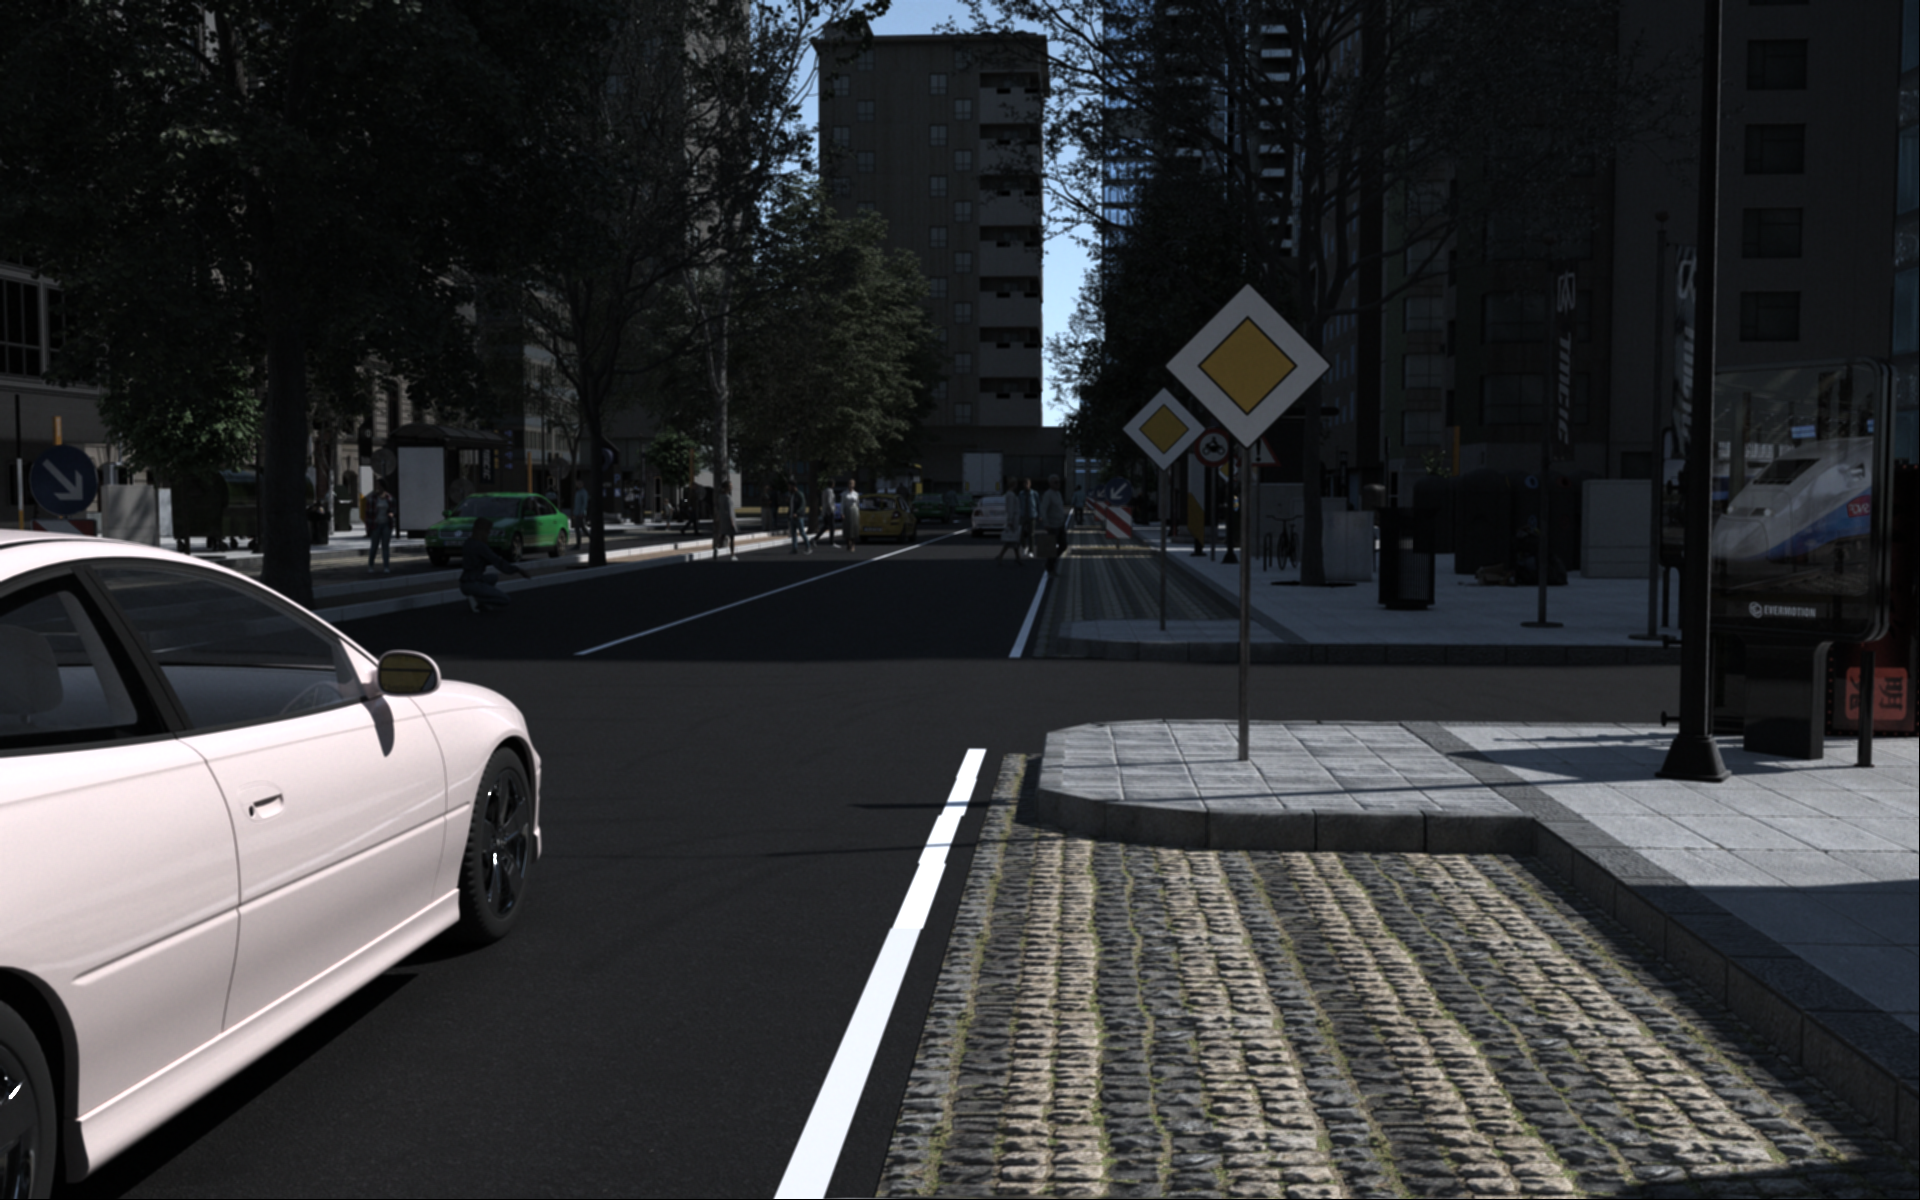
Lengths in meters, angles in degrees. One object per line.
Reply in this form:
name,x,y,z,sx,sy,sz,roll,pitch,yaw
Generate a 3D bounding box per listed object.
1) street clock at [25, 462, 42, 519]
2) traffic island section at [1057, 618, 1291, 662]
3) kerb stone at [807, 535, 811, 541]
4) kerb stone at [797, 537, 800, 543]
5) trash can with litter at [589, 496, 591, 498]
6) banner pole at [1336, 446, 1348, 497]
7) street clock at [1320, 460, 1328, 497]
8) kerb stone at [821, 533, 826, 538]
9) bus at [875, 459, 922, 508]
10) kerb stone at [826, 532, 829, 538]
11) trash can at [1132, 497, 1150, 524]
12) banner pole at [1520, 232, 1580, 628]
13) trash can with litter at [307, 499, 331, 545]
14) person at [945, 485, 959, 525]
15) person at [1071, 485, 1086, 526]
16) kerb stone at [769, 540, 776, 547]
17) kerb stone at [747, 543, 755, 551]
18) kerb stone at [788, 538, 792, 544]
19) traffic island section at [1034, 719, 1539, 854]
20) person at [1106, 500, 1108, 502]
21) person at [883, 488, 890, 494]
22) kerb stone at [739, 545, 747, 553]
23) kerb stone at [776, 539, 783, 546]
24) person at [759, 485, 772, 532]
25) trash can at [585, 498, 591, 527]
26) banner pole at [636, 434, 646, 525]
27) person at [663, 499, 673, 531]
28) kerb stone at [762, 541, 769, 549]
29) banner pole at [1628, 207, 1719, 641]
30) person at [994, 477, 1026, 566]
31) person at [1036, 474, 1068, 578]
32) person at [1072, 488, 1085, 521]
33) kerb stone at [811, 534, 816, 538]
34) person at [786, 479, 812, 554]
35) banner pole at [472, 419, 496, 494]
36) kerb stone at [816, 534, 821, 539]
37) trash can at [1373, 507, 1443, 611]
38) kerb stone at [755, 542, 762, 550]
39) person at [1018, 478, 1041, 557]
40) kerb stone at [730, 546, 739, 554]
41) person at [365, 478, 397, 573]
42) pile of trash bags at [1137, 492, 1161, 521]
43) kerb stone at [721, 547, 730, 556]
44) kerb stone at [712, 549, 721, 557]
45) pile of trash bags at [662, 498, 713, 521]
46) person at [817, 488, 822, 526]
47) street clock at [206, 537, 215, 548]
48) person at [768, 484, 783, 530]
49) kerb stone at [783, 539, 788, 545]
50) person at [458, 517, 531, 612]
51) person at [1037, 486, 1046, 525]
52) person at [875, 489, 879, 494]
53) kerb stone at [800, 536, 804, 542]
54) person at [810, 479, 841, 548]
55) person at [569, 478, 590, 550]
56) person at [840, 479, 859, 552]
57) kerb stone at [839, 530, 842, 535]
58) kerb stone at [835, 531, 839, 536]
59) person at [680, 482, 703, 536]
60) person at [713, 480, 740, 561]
street clock,-20.726,-2.098,38.870,0.471,2.002,0.358,2,4,32
traffic island section,1.930,0.364,16.322,2.009,0.180,2.903,0,4,4
kerb stone,-4.754,-1.869,52.756,0.120,0.150,1.000,0,4,4
kerb stone,-4.889,-1.743,50.700,0.120,0.150,1.000,0,4,4
trash can with litter,-19.689,-4.926,91.600,1.678,1.210,2.233,1,4,14
banner pole,19.651,-6.080,89.429,0.863,3.779,0.401,-1,4,-19
street clock,7.542,-1.973,36.821,0.358,2.002,0.471,-2,4,-25
kerb stone,-4.548,-2.055,55.816,0.120,0.150,1.000,0,4,4
bus,-4.288,-7.876,120.318,2.896,3.916,12.252,0,4,3
kerb stone,-4.472,-2.115,56.843,0.120,0.150,1.000,0,4,4
trash can,7.637,-3.764,73.202,0.748,1.137,0.748,0,3,0
banner pole,5.665,-1.617,16.455,0.401,3.779,0.863,0,4,-5
trash can with litter,-16.292,-1.952,43.298,1.055,1.170,0.624,0,4,5
person,-0.440,-4.478,81.581,0.638,1.841,0.748,2,4,33
person,4.987,-3.914,72.520,0.660,1.820,0.620,-2,4,-25
kerb stone,-5.169,-1.489,46.611,0.120,0.150,1.000,0,4,4
kerb stone,-5.384,-1.304,43.551,0.120,0.150,1.000,0,4,4
kerb stone,-4.963,-1.676,49.671,0.120,0.150,1.000,0,4,4
traffic island section,1.386,0.852,8.355,2.009,0.180,2.903,0,4,4
person,14.482,-9.679,170.009,1.065,1.426,0.557,-3,5,-41
person,-4.639,-6.124,108.612,1.348,1.826,0.705,0,4,2
kerb stone,-5.443,-1.244,42.527,0.120,0.150,1.000,0,4,4
kerb stone,-5.094,-1.556,47.630,0.120,0.150,1.000,0,4,4
person,-6.812,-3.179,61.034,0.362,1.759,0.519,2,4,35
trash can,-14.239,-3.395,67.167,0.748,1.137,0.748,0,3,0
banner pole,-13.209,-5.019,72.076,0.401,3.779,0.863,-2,4,-30
person,-11.286,-3.289,66.956,0.352,1.250,0.332,-1,4,-9
kerb stone,-5.236,-1.431,45.590,0.120,0.150,1.000,0,4,4
banner pole,6.346,-1.547,15.317,0.863,3.779,0.401,-1,4,-23
person,1.008,-1.584,34.746,0.624,1.780,0.694,0,4,6
person,1.538,-1.264,29.646,0.515,1.767,0.782,2,4,29
person,6.402,-5.144,93.054,0.683,1.767,0.568,-2,4,-32
kerb stone,-4.681,-1.932,53.775,0.120,0.150,1.000,0,4,4
person,-3.904,-1.986,41.318,0.623,1.781,0.721,3,4,38
banner pole,-15.398,-4.021,55.768,0.863,3.779,0.401,-1,4,-18
kerb stone,-4.615,-1.994,54.796,0.120,0.150,1.000,0,4,4
trash can,4.974,-0.466,19.265,0.748,1.137,0.748,0,3,0
kerb stone,-5.315,-1.367,44.570,0.120,0.150,1.000,0,4,4
person,1.542,-1.863,39.305,0.601,1.785,0.444,1,4,14
kerb stone,-5.519,-1.181,41.500,0.120,0.150,1.000,0,4,4
person,-10.498,-1.350,31.407,0.563,1.720,0.643,-2,4,-25
pile of trash bags,9.441,-4.474,82.907,1.912,1.369,3.447,-2,4,-24
kerb stone,-5.594,-1.114,40.479,0.120,0.150,1.000,0,4,4
kerb stone,-5.658,-1.056,39.459,0.120,0.150,1.000,0,4,4
pile of trash bags,-12.902,-4.608,85.101,1.912,1.369,3.447,3,4,38
person,-6.381,-4.139,76.420,0.600,1.795,0.529,3,5,43
street clock,-17.799,-2.237,41.144,0.358,2.002,0.471,-3,5,-40
person,-7.486,-3.707,69.101,0.794,1.824,0.713,-1,4,-16
kerb stone,-5.033,-1.614,48.651,0.120,0.150,1.000,0,4,4
person,-5.835,-0.445,21.282,0.738,1.151,1.012,-3,5,-40
person,3.802,-4.356,79.708,0.713,1.824,0.794,-2,4,-35
person,-4.669,-5.330,96.582,0.436,1.711,0.756,1,4,22
kerb stone,-4.823,-1.802,51.736,0.120,0.150,1.000,0,4,4
person,-3.582,-2.315,46.202,0.795,1.843,0.661,-1,4,-20
person,-9.660,-2.207,44.440,0.748,1.841,0.638,-1,4,-18
person,-2.729,-2.096,42.991,0.478,1.798,0.641,0,4,-1
kerb stone,-4.257,-2.306,59.930,0.120,0.150,1.000,0,4,4
kerb stone,-4.341,-2.237,58.895,0.120,0.150,1.000,0,4,4
person,-9.236,-3.132,59.624,0.836,1.842,0.656,-2,4,-25
person,-5.011,-1.706,37.145,0.466,1.731,0.760,1,4,22
